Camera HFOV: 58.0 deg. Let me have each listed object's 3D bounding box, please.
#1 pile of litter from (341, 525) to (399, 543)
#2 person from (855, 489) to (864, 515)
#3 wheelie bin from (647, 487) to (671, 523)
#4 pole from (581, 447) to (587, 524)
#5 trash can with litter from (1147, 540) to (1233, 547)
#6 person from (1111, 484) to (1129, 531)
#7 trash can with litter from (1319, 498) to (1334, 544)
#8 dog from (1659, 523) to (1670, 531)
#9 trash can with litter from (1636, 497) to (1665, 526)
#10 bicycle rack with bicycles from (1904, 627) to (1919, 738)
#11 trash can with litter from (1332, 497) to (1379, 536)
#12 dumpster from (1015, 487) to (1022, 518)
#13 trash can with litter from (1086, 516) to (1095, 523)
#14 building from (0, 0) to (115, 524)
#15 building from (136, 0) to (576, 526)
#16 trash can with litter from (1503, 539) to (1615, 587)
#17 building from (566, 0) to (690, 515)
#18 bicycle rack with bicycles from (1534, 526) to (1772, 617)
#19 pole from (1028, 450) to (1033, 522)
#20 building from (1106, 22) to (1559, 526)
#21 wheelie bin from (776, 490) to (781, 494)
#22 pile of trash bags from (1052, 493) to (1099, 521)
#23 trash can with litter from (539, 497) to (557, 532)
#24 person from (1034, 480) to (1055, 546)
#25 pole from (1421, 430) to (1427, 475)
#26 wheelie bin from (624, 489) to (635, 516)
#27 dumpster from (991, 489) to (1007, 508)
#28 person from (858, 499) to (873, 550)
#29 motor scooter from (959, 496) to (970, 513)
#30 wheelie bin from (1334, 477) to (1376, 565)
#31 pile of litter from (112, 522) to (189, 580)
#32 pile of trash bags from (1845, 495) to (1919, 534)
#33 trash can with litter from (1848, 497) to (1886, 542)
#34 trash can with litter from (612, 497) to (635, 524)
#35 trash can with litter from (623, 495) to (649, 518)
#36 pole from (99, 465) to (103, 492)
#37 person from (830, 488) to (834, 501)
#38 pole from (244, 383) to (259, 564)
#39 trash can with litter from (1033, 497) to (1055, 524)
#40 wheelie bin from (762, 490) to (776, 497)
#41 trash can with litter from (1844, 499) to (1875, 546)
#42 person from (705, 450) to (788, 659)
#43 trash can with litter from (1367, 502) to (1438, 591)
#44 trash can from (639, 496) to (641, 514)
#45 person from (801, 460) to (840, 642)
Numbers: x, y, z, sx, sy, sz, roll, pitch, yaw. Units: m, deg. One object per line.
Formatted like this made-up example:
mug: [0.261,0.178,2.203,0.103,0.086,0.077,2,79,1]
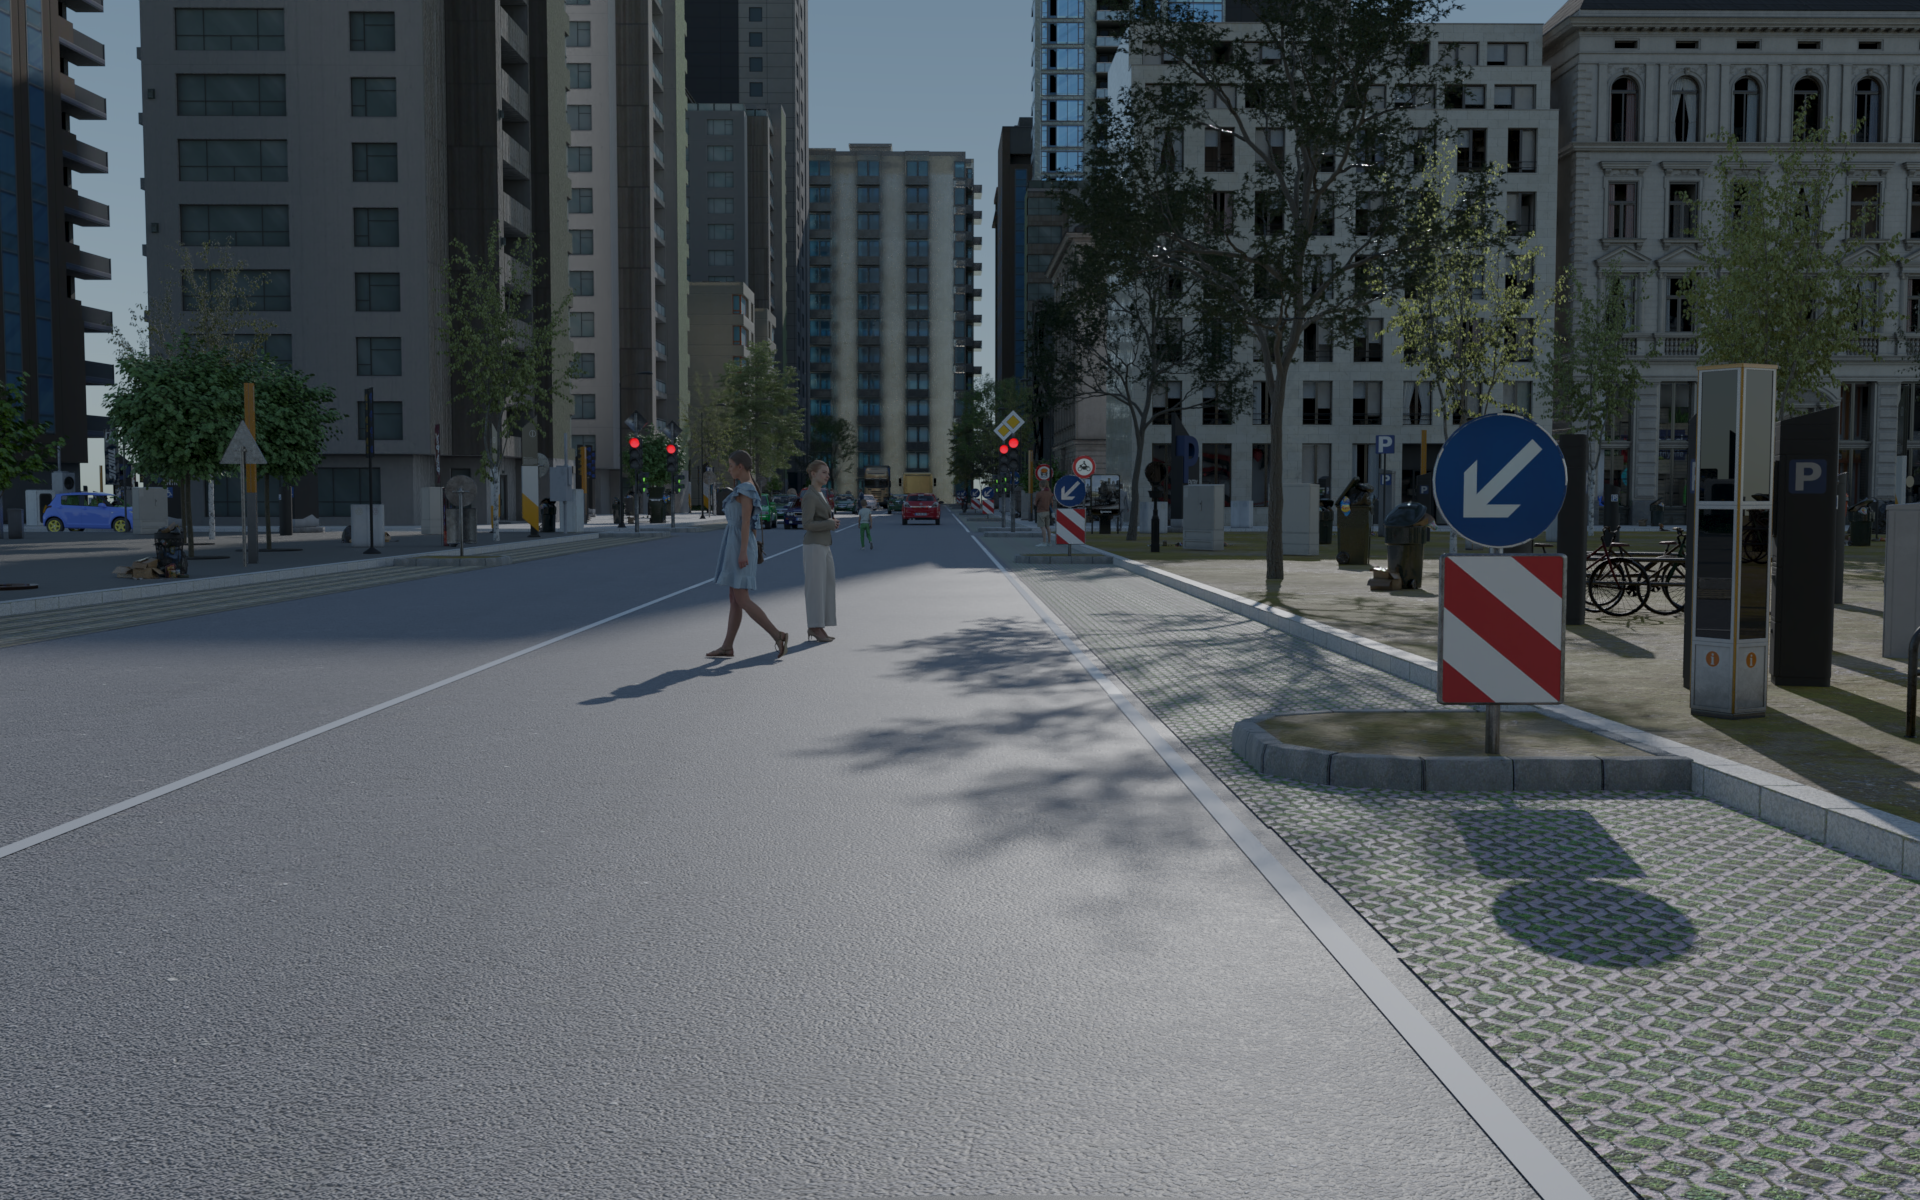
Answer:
pile of litter: [-15.712,-1.965,46.100,1.719,0.858,1.176,-3,5,-43]
person: [-6.814,-6.709,118.376,0.419,1.800,0.721,-3,5,-40]
wheelie bin: [-13.275,-4.167,76.041,0.980,1.594,0.693,1,4,11]
pole: [-16.186,-4.940,74.607,0.158,3.312,0.155,0,3,0]
trash can with litter: [5.697,-1.932,42.644,2.233,1.210,1.678,0,4,1]
person: [5.887,-3.386,63.983,0.709,1.813,0.853,0,4,-7]
trash can with litter: [9.202,-2.022,44.444,0.624,1.170,1.055,0,4,-6]
dog: [25.006,-2.533,61.601,0.550,0.427,0.748,1,4,14]
trash can with litter: [27.342,-3.497,68.567,1.055,1.170,0.624,2,4,30]
bicycle rack with bicycles: [6.200,0.313,8.273,2.925,0.926,2.852,-1,4,-9]
trash can with litter: [12.777,-2.639,54.203,2.233,1.210,1.678,1,4,10]
dumpster: [3.488,-5.248,91.555,1.264,1.857,1.865,0,4,-1]
trash can with litter: [5.585,-4.051,77.620,1.055,1.170,0.624,2,4,35]
building: [-47.291,-25.961,74.568,14.200,45.320,14.600,0,4,-1]
building: [-25.203,-18.526,74.598,14.160,30.474,14.107,0,4,-1]
trash can with litter: [8.067,-0.785,23.898,2.233,1.210,1.678,0,4,4]
building: [-25.765,-26.279,113.253,14.154,41.232,14.086,0,4,-1]
bicycle rack with bicycles: [7.450,-0.332,18.815,2.925,0.926,2.852,2,4,27]
pole: [3.306,-5.327,80.944,0.158,3.312,0.155,0,3,0]
building: [15.175,-13.399,73.824,16.860,20.320,10.420,0,4,-1]
wheelie bin: [-14.248,-7.752,134.650,0.980,1.594,0.693,0,4,-5]
pile of trash bags: [5.540,-4.388,81.494,3.447,1.369,1.912,0,4,2]
trash can with litter: [-13.972,-2.870,58.312,0.624,1.170,1.055,-2,4,-30]
person: [2.304,-2.369,47.213,0.573,1.828,0.580,0,4,1]
pole: [14.746,-3.749,55.136,0.158,3.312,0.155,0,3,0]
wheelie bin: [-19.521,-5.788,102.549,0.693,1.594,0.980,-1,4,-17]
dumpster: [2.919,-7.567,129.478,1.264,1.857,1.865,0,4,-1]
person: [-2.422,-1.941,44.484,0.306,1.304,0.590,-2,4,-29]
motor scooter: [0.335,-7.312,132.335,0.815,1.314,1.986,0,4,-3]
wheelie bin: [7.222,-1.450,31.624,0.693,1.594,0.980,1,4,19]
pile of litter: [-12.424,-0.775,26.629,1.176,0.858,1.719,-1,4,-9]
pile of trash bags: [29.337,-2.804,55.598,3.447,1.369,1.912,-1,4,-18]
trash can with litter: [24.609,-2.229,47.507,1.678,1.210,2.233,-2,4,-30]
trash can with litter: [-14.357,-3.836,74.112,1.055,1.170,0.624,0,4,-4]
trash can with litter: [-17.186,-4.926,91.595,2.233,1.210,1.678,0,4,3]
pole: [-60.855,-7.886,122.772,0.158,3.312,0.155,0,3,0]
person: [-8.791,-6.667,117.633,0.709,1.813,0.853,2,4,26]
pole: [-13.057,-2.328,31.908,0.158,3.312,0.155,0,3,0]
trash can with litter: [3.715,-3.909,75.303,1.055,1.170,0.624,1,4,23]
wheelie bin: [-13.912,-7.111,124.174,0.693,1.594,0.980,1,4,21]
trash can with litter: [21.968,-1.916,42.716,0.624,1.170,1.055,-2,4,-32]
person: [-1.845,-0.397,15.084,0.778,1.811,0.616,1,4,15]
trash can with litter: [5.927,-0.726,23.264,0.624,1.170,1.055,3,4,39]
trash can: [-19.759,-5.733,105.384,0.748,1.137,0.748,0,3,0]
person: [-1.341,-0.474,16.794,0.362,1.759,0.519,1,4,9]
